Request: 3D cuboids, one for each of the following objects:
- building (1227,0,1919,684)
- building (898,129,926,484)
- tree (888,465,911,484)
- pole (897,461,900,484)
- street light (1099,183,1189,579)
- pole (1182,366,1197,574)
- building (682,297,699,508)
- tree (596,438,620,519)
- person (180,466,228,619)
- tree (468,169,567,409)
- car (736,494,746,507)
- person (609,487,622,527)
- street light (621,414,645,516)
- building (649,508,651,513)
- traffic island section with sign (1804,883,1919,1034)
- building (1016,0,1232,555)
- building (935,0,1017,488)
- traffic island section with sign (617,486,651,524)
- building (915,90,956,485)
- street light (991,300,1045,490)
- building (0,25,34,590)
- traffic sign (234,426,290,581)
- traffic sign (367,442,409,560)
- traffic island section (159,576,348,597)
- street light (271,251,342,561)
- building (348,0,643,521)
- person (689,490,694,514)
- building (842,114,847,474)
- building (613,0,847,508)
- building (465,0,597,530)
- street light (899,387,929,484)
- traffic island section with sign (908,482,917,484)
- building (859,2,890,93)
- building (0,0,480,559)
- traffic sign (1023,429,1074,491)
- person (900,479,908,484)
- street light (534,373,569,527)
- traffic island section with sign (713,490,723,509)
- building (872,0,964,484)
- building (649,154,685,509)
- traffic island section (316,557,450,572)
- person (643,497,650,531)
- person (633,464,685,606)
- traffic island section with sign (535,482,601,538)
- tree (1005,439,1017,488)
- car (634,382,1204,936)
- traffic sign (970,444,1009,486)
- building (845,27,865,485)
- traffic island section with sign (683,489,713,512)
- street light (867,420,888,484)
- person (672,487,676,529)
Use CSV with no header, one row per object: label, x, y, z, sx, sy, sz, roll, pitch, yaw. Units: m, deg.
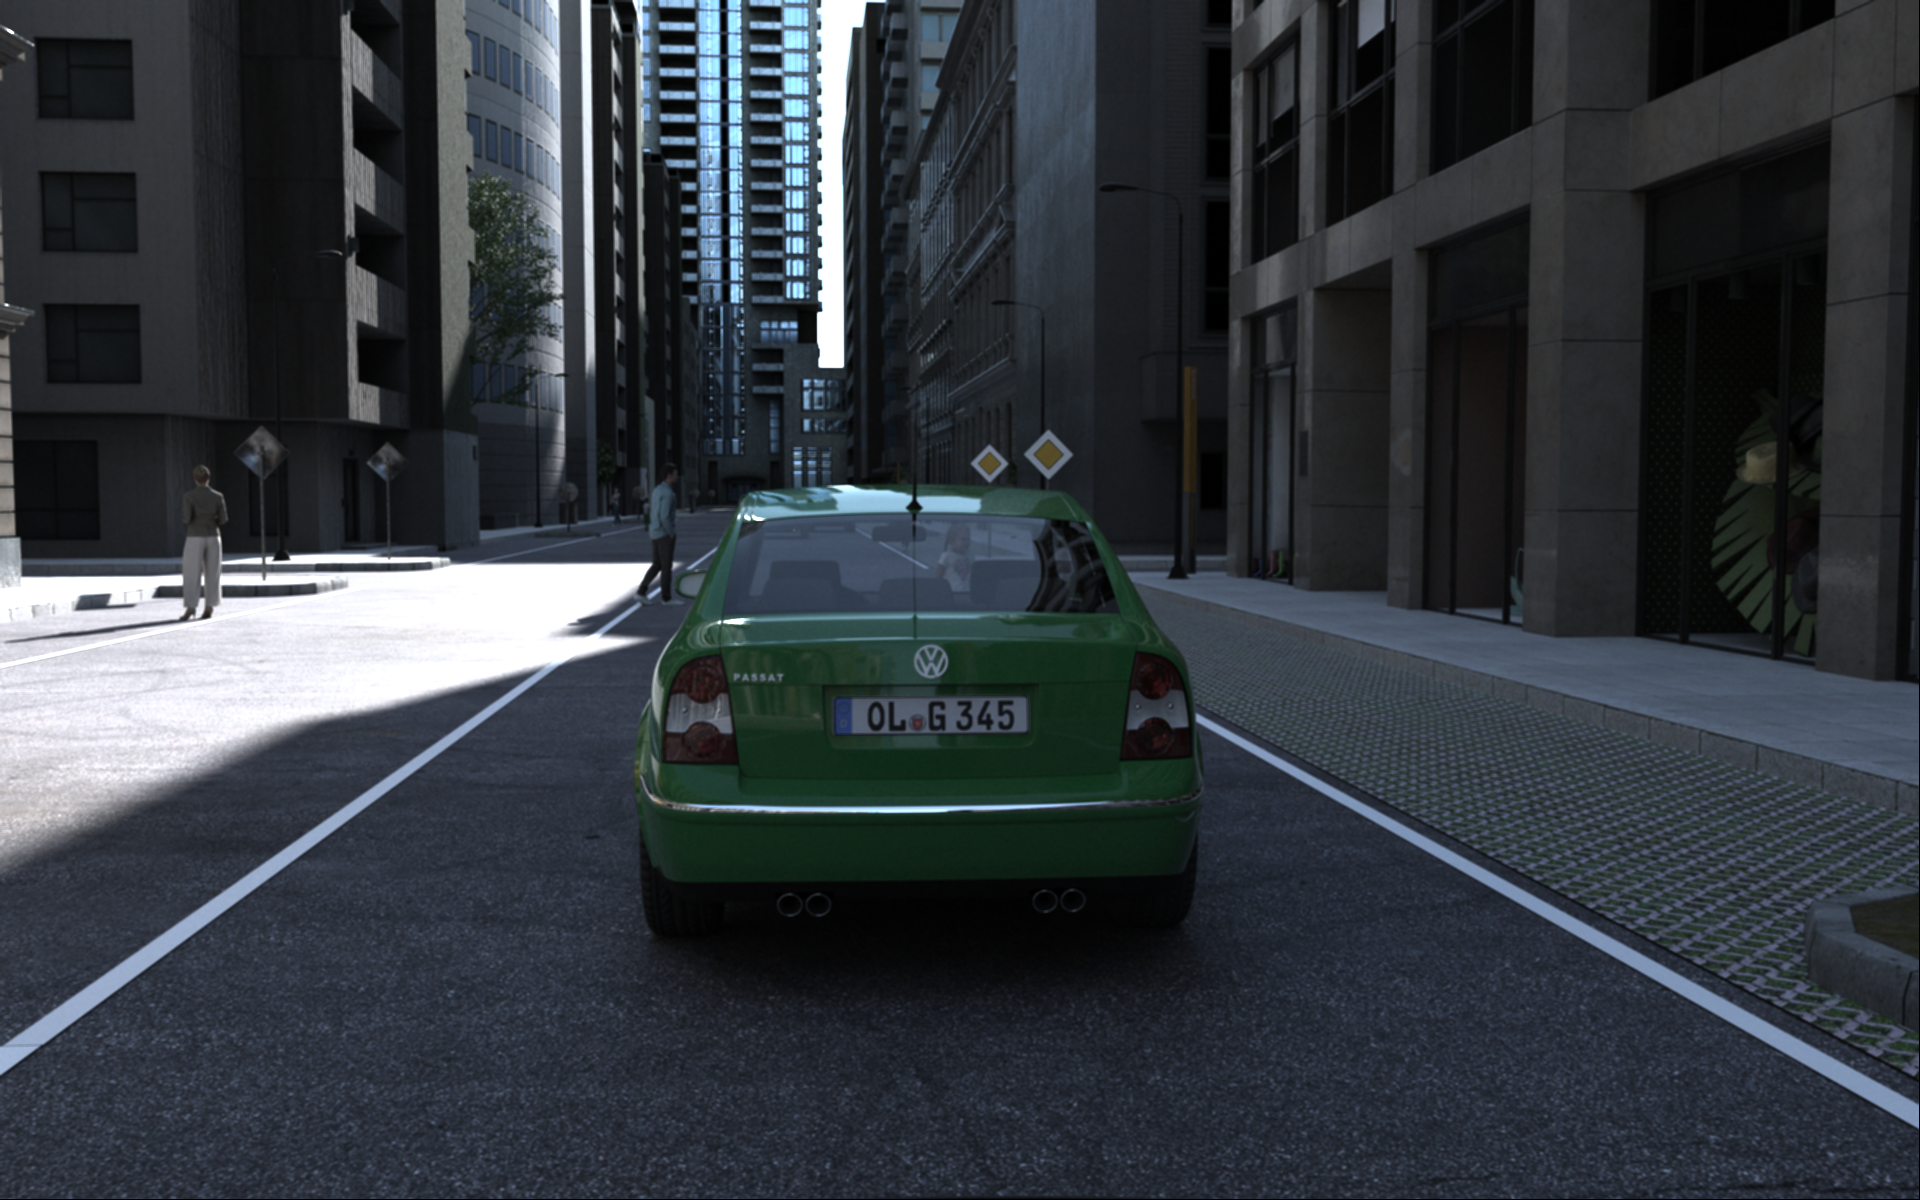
building,15.379,-12.595,10.447,19.350,26.468,34.151,0,4,-6
building,2.536,-16.604,100.357,11.050,23.489,19.941,0,4,-6
tree,-4.173,-7.428,116.047,1.663,3.219,1.824,0,3,0
pole,-3.813,-6.948,107.437,0.158,3.312,0.155,0,3,0
street light,2.769,-3.274,26.066,1.470,5.913,1.316,0,4,-6
pole,3.690,-2.076,27.791,0.158,3.312,0.155,0,3,0
building,-40.997,-19.848,169.556,28.899,21.520,27.650,0,4,-6
tree,-19.528,-6.569,91.117,4.285,4.588,4.351,0,3,0
person,-8.741,-0.668,19.977,0.519,1.759,0.362,-3,5,-42
tree,-15.554,-7.743,52.355,9.928,11.665,9.643,0,3,0
car,-17.681,-8.143,144.943,2.131,1.459,4.920,0,4,-5
person,-15.121,-4.108,76.258,0.643,1.750,0.593,-3,4,-37
street light,-18.904,-7.803,100.113,1.470,5.913,1.316,0,4,-6
building,-32.716,-49.464,121.402,22.319,86.520,31.000,0,4,-6
traffic island section with sign,3.510,0.241,4.682,1.989,1.847,2.006,0,4,-6
building,17.092,-13.651,42.264,30.058,24.678,14.314,0,4,-6
building,5.740,-13.799,61.772,11.583,22.565,21.152,0,4,-6
traffic island section with sign,-15.733,-4.671,85.006,1.989,1.847,2.006,0,4,-6
building,3.418,-14.202,81.361,9.793,20.994,18.267,0,4,-6
street light,1.448,-4.221,41.561,1.470,5.913,1.316,0,4,-6
building,-29.277,-12.065,16.353,34.723,24.649,14.460,0,4,-6
traffic sign,-10.286,-1.340,25.549,0.795,2.450,0.064,0,4,-6
traffic sign,-11.055,-1.826,33.497,0.795,2.450,0.064,0,4,-6
traffic island section,-10.309,-0.204,25.609,2.009,0.180,2.903,0,4,-6
street light,-12.502,-3.709,33.175,1.470,5.913,1.316,0,4,-6
building,-25.948,-20.098,100.307,14.160,30.474,14.107,0,4,-6
person,-19.681,-7.181,126.828,0.530,1.710,0.541,1,4,15
building,-6.304,-33.674,200.684,14.200,45.320,14.600,0,4,-6
building,-29.096,-54.291,200.324,31.000,86.520,22.319,0,4,-6
building,-27.276,-32.299,70.082,21.231,58.520,28.212,0,4,-6
street light,-1.935,-6.288,75.356,1.470,5.913,1.316,0,4,-6
traffic island section with sign,-1.767,-3.091,59.162,1.989,1.847,2.006,0,4,-6
building,-1.858,-31.002,156.998,14.600,45.320,14.200,0,4,-6
building,-19.584,-16.373,39.394,14.160,30.474,14.107,0,4,-6
traffic sign,1.356,-1.407,26.650,0.795,2.450,0.064,0,4,-6
person,-1.433,-2.061,42.383,0.709,1.800,0.728,-1,4,-9
street light,-15.733,-5.762,66.745,1.470,5.913,1.316,0,4,-6
traffic island section with sign,-23.194,-9.396,162.256,1.989,1.847,2.006,0,4,-6
building,5.381,-31.516,134.898,23.786,49.044,30.456,0,4,-6
building,-30.894,-22.909,146.262,14.160,30.474,14.107,0,4,-6
traffic island section,-11.077,-0.690,33.557,2.009,0.180,2.903,0,4,-6
person,-12.077,-3.301,66.723,0.306,1.304,0.590,0,4,7
person,-3.876,-0.840,22.256,0.620,1.820,0.660,-2,4,-31
traffic island section with sign,-13.120,-3.024,58.078,1.989,1.847,2.006,0,4,-6
tree,1.903,-3.401,50.212,1.663,3.219,1.824,0,3,0
car,-0.231,0.108,7.034,1.959,1.807,4.718,0,4,-4
traffic sign,0.588,-1.893,34.598,0.795,2.450,0.064,0,4,-6
building,-0.508,-33.717,174.979,21.300,48.544,21.600,0,4,-6
traffic island section with sign,-20.602,-7.755,135.425,1.989,1.847,2.006,0,4,-6
street light,-5.140,-8.349,109.047,1.470,5.913,1.316,0,4,-6
person,-11.124,-3.536,66.535,0.478,1.798,0.641,2,4,28
